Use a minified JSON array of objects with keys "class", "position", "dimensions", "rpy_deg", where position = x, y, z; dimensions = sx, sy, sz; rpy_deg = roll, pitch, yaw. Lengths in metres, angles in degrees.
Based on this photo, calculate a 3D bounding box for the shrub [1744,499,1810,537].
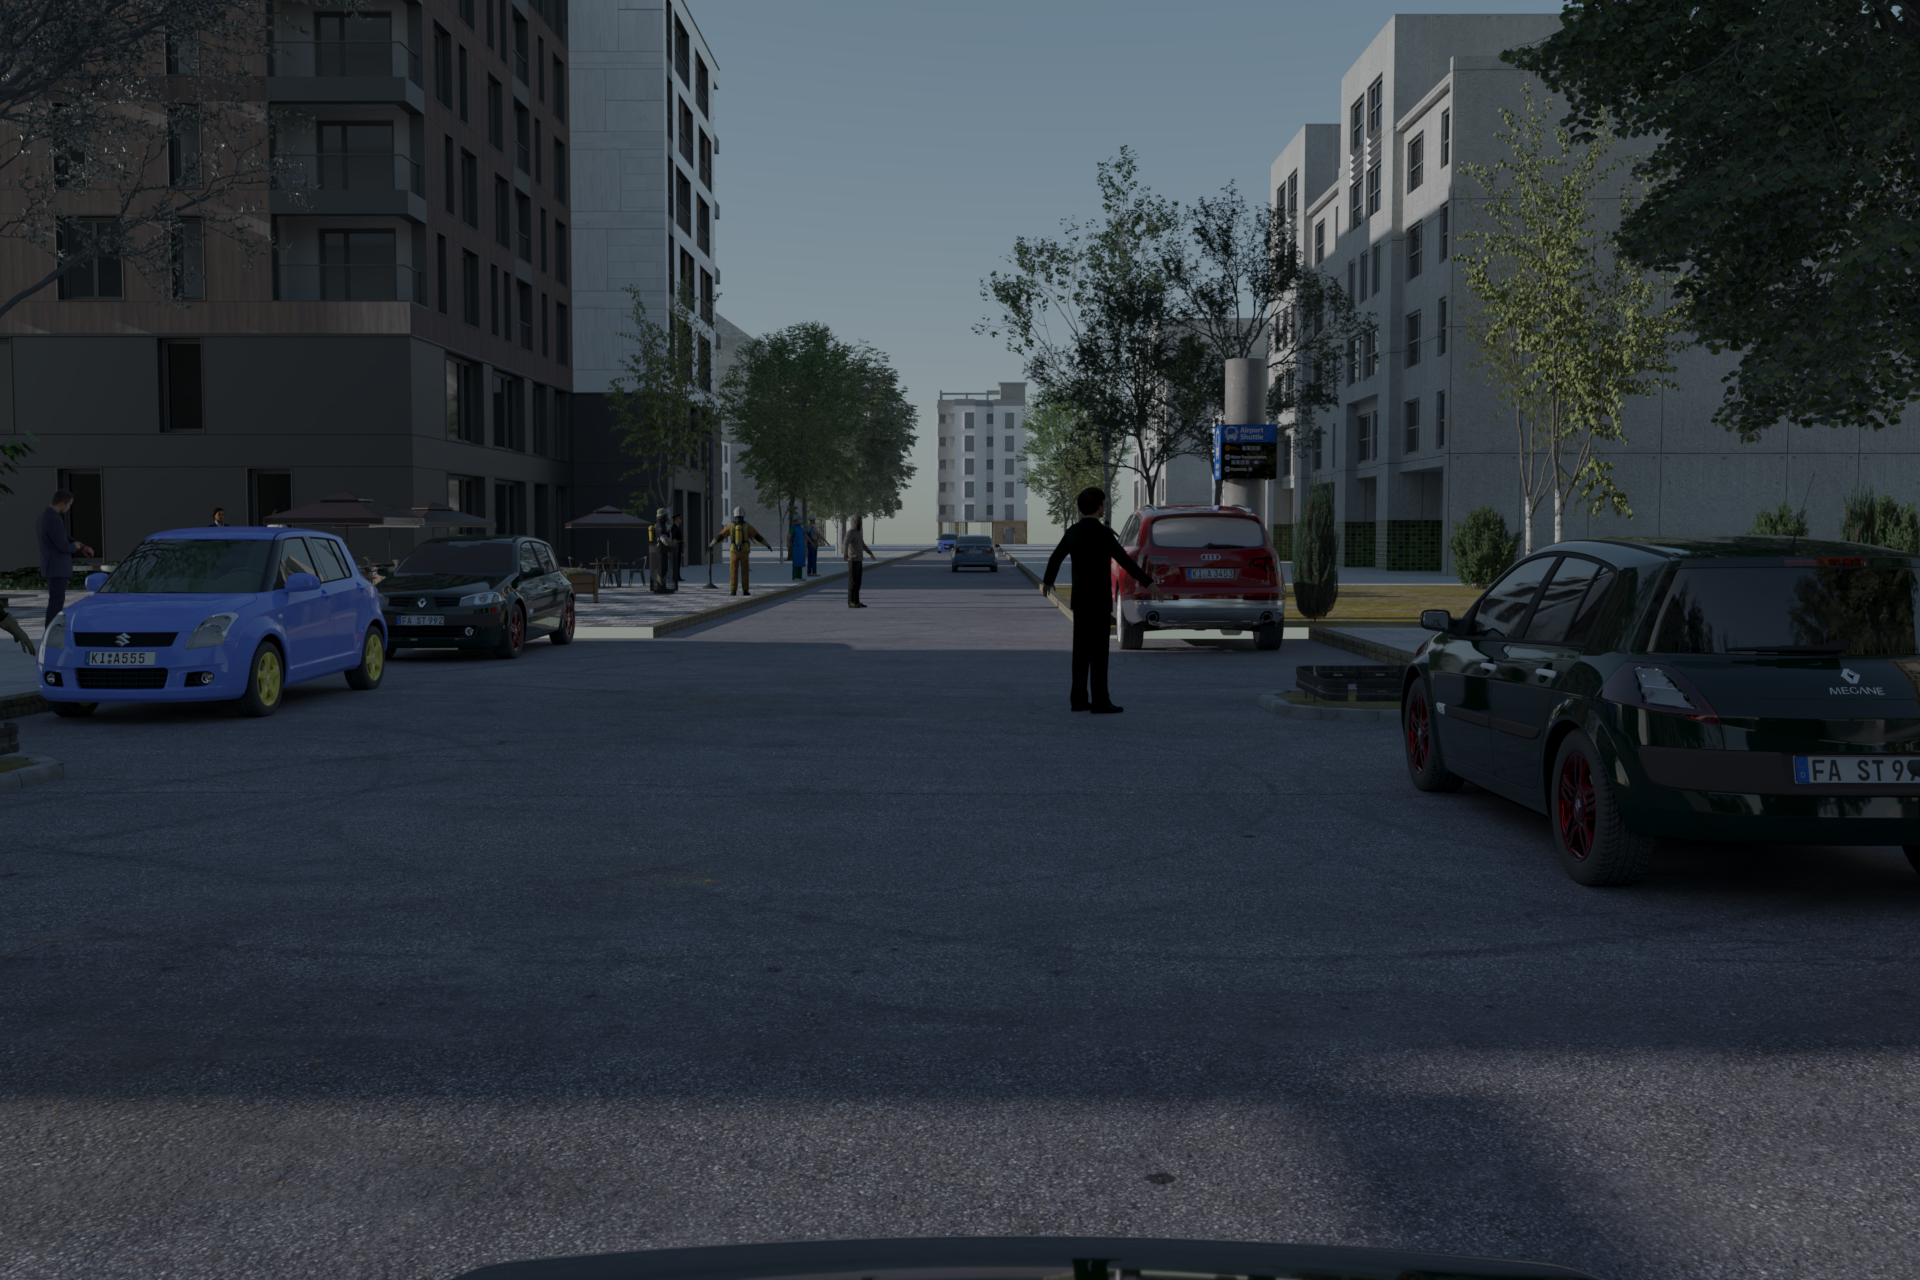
[{"class":"shrub","position":[18.690,-2.168,39.493],"dimensions":[1.661,2.075,1.752],"rpy_deg":[0,3,0]}]

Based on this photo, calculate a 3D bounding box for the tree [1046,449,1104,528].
[{"class":"tree","position":[14.741,-18.491,220.447],"dimensions":[7.486,12.596,7.792],"rpy_deg":[0,3,0]}]

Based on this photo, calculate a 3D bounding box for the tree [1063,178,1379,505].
[{"class":"tree","position":[6.797,-6.851,46.419],"dimensions":[8.767,10.594,7.601],"rpy_deg":[1,4,11]}]

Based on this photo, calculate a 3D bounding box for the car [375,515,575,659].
[{"class":"car","position":[-5.923,-0.693,21.123],"dimensions":[2.009,1.686,4.222],"rpy_deg":[0,4,1]}]

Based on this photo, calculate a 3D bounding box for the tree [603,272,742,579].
[{"class":"tree","position":[-8.338,-6.057,49.392],"dimensions":[4.737,8.622,4.395],"rpy_deg":[0,3,0]}]

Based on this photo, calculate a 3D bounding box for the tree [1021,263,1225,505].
[{"class":"tree","position":[6.592,-7.648,59.453],"dimensions":[8.767,10.594,7.601],"rpy_deg":[-2,4,-31]}]

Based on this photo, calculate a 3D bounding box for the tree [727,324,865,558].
[{"class":"tree","position":[-8.847,-10.750,93.884],"dimensions":[7.486,12.596,7.792],"rpy_deg":[0,3,0]}]

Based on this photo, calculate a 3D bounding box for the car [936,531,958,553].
[{"class":"car","position":[-0.813,-7.366,130.019],"dimensions":[1.945,1.707,3.694],"rpy_deg":[0,4,1]}]

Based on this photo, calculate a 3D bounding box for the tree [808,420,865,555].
[{"class":"tree","position":[-7.425,-9.473,105.242],"dimensions":[4.360,8.622,3.978],"rpy_deg":[0,3,0]}]

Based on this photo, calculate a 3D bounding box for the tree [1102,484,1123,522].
[{"class":"tree","position":[18.029,-16.134,214.159],"dimensions":[4.737,8.622,4.395],"rpy_deg":[0,3,0]}]

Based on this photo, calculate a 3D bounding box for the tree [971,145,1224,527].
[{"class":"tree","position":[6.941,-14.146,87.169],"dimensions":[12.611,20.169,13.585],"rpy_deg":[0,3,0]}]

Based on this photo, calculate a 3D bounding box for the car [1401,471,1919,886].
[{"class":"car","position":[3.379,0.083,8.426],"dimensions":[2.009,1.686,4.222],"rpy_deg":[0,4,1]}]

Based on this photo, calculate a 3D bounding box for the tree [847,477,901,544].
[{"class":"tree","position":[-10.544,-17.223,216.005],"dimensions":[7.601,10.594,8.767],"rpy_deg":[0,4,-8]}]

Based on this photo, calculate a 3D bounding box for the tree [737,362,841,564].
[{"class":"tree","position":[-7.522,-7.626,75.051],"dimensions":[4.737,8.622,4.395],"rpy_deg":[0,3,0]}]

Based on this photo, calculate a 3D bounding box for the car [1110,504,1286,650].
[{"class":"car","position":[2.991,-0.876,22.993],"dimensions":[2.281,1.827,5.304],"rpy_deg":[0,4,1]}]

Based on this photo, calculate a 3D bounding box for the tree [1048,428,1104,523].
[{"class":"tree","position":[8.114,-10.215,117.371],"dimensions":[4.737,8.622,4.395],"rpy_deg":[0,3,0]}]

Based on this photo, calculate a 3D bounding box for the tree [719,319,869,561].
[{"class":"tree","position":[-7.988,-9.630,83.213],"dimensions":[9.928,11.665,9.643],"rpy_deg":[0,3,0]}]

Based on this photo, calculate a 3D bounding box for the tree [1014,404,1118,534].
[{"class":"tree","position":[7.737,-12.188,125.028],"dimensions":[9.928,11.665,9.643],"rpy_deg":[0,3,0]}]

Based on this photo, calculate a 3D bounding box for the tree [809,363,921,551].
[{"class":"tree","position":[-7.619,-13.598,128.986],"dimensions":[9.857,13.997,8.962],"rpy_deg":[0,3,0]}]

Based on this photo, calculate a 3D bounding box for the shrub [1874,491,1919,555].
[{"class":"shrub","position":[17.041,-1.700,31.835],"dimensions":[1.661,2.075,1.752],"rpy_deg":[0,3,0]}]

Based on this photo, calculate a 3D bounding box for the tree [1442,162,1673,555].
[{"class":"tree","position":[11.397,-5.172,34.921],"dimensions":[4.360,8.622,3.978],"rpy_deg":[0,3,0]}]

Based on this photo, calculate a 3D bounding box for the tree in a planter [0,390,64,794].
[{"class":"tree in a planter","position":[-6.271,-0.759,9.625],"dimensions":[1.991,3.239,1.994],"rpy_deg":[0,4,1]}]

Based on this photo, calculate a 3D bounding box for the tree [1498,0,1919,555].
[{"class":"tree","position":[9.660,-6.727,16.637],"dimensions":[9.857,13.997,8.962],"rpy_deg":[0,3,0]}]

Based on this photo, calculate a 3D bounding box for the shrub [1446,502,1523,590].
[{"class":"shrub","position":[12.160,-2.187,40.178],"dimensions":[1.690,2.028,1.600],"rpy_deg":[0,3,0]}]

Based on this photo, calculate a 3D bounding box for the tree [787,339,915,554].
[{"class":"tree","position":[-7.821,-12.700,114.301],"dimensions":[9.857,13.997,8.962],"rpy_deg":[0,3,0]}]

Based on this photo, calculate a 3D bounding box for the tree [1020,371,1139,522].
[{"class":"tree","position":[7.534,-11.206,108.975],"dimensions":[9.928,11.665,9.643],"rpy_deg":[0,3,0]}]

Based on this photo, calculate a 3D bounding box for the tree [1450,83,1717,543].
[{"class":"tree","position":[10.204,-4.787,28.628],"dimensions":[4.737,8.622,4.395],"rpy_deg":[0,3,0]}]

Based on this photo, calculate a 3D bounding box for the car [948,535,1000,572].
[{"class":"car","position":[0.546,-3.318,66.244],"dimensions":[2.014,1.417,4.499],"rpy_deg":[0,4,0]}]

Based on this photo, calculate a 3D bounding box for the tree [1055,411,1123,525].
[{"class":"tree","position":[7.801,-9.201,100.800],"dimensions":[4.737,8.622,4.395],"rpy_deg":[0,3,0]}]

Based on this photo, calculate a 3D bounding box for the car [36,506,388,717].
[{"class":"car","position":[-6.237,-0.312,14.689],"dimensions":[1.945,1.707,3.694],"rpy_deg":[0,4,1]}]
